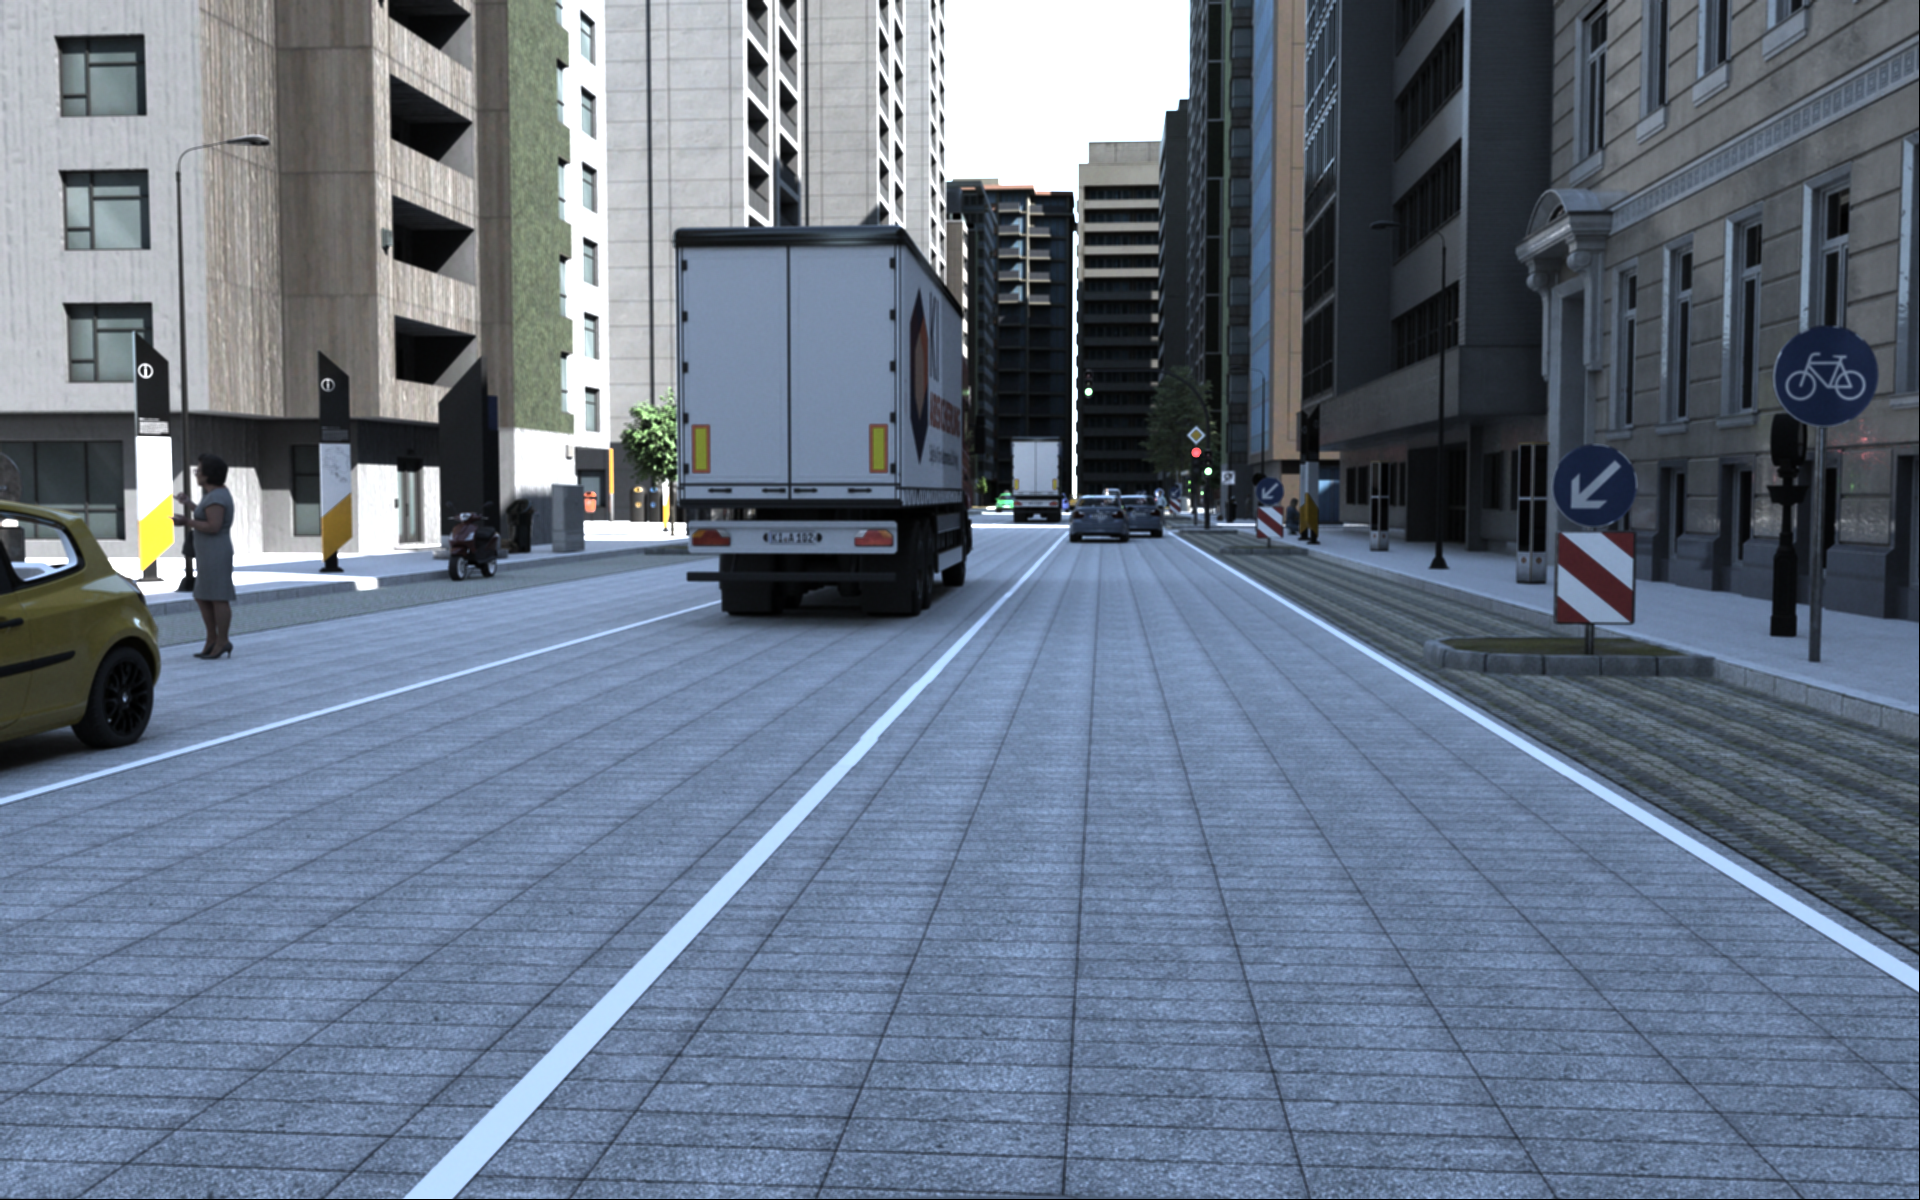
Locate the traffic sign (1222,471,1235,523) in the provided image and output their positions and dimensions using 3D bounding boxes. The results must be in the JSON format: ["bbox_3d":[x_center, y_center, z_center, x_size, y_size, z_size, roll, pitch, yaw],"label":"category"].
[{"bbox_3d":[11.863,-4.559,76.662,0.606,2.300,0.079,1,4,9],"label":"traffic sign"}]

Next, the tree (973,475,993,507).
[{"bbox_3d":[2.548,-11.811,187.715,1.663,3.219,1.824,0,3,0],"label":"tree"}]

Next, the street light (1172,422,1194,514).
[{"bbox_3d":[14.501,-8.504,111.576,1.470,5.913,1.316,0,4,5],"label":"street light"}]

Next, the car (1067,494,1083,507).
[{"bbox_3d":[11.686,-10.022,174.087,2.015,1.641,3.980,0,4,7],"label":"car"}]

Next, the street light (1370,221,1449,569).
[{"bbox_3d":[7.688,-3.492,29.633,1.470,5.913,1.316,0,4,5],"label":"street light"}]

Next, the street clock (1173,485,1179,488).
[{"bbox_3d":[16.720,-7.935,134.308,0.471,2.002,0.358,-2,4,-33],"label":"street clock"}]

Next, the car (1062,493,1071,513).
[{"bbox_3d":[7.575,-7.596,133.786,1.945,1.707,3.694,0,4,5],"label":"car"}]

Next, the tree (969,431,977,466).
[{"bbox_3d":[-0.581,-11.799,143.278,4.737,8.622,4.395,0,3,0],"label":"tree"}]

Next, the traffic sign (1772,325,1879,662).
[{"bbox_3d":[6.543,-0.800,13.184,0.768,2.556,0.104,0,4,5],"label":"traffic sign"}]

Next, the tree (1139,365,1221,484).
[{"bbox_3d":[19.419,-14.375,153.151,7.486,12.596,7.792,0,3,0],"label":"tree"}]

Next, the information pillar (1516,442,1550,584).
[{"bbox_3d":[8.188,-1.240,24.763,0.304,2.012,0.304,-2,4,-24],"label":"information pillar"}]

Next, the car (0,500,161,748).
[{"bbox_3d":[-5.702,0.104,8.523,2.015,1.641,3.980,0,4,6],"label":"car"}]

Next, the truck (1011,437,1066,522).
[{"bbox_3d":[4.111,-6.228,90.749,2.839,4.237,11.283,0,4,4],"label":"truck"}]

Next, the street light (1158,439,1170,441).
[{"bbox_3d":[17.368,-10.589,145.676,1.470,5.913,1.316,0,4,5],"label":"street light"}]

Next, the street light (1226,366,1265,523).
[{"bbox_3d":[10.481,-5.535,63.046,1.470,5.913,1.316,0,4,5],"label":"street light"}]

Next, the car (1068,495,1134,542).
[{"bbox_3d":[4.281,-2.496,52.807,2.014,1.417,4.499,0,4,7],"label":"car"}]

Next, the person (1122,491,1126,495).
[{"bbox_3d":[14.414,-8.687,151.363,0.721,1.723,1.217,-3,5,-40],"label":"person"}]

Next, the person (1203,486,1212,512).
[{"bbox_3d":[13.482,-5.425,94.921,0.661,1.801,0.590,2,4,30],"label":"person"}]

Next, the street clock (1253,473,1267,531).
[{"bbox_3d":[10.367,-3.387,59.949,0.358,2.002,0.471,-3,4,-37],"label":"street clock"}]

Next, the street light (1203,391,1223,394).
[{"bbox_3d":[11.635,-6.450,77.994,1.470,5.913,1.316,0,4,5],"label":"street light"}]

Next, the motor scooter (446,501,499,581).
[{"bbox_3d":[-8.198,-1.005,29.214,0.815,1.314,1.986,0,4,5],"label":"motor scooter"}]

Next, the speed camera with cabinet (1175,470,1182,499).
[{"bbox_3d":[17.991,-9.072,142.666,0.660,3.252,2.038,1,4,13],"label":"speed camera with cabinet"}]

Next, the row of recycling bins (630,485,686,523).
[{"bbox_3d":[-13.165,-4.294,77.322,3.534,1.692,1.069,1,4,21],"label":"row of recycling bins"}]

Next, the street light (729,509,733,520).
[{"bbox_3d":[-6.872,-5.094,55.829,1.470,5.913,1.316,0,4,5],"label":"street light"}]

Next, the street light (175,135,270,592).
[{"bbox_3d":[-9.625,-3.063,22.623,1.470,5.913,1.316,0,4,5],"label":"street light"}]

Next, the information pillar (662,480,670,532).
[{"bbox_3d":[-9.915,-4.097,58.348,0.183,3.616,0.504,0,4,4],"label":"information pillar"}]

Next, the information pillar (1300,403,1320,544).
[{"bbox_3d":[9.006,-3.235,44.243,0.504,3.616,0.183,-3,5,-44],"label":"information pillar"}]

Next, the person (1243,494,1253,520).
[{"bbox_3d":[14.495,-4.691,87.019,0.640,1.303,0.475,1,4,23],"label":"person"}]

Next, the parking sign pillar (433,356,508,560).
[{"bbox_3d":[-9.746,-2.808,34.388,1.447,3.967,1.447,2,4,34],"label":"parking sign pillar"}]

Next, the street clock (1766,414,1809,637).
[{"bbox_3d":[7.445,-0.674,15.598,0.358,2.002,0.471,2,4,35],"label":"street clock"}]

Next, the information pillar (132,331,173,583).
[{"bbox_3d":[-11.734,-2.068,25.168,0.183,3.616,0.504,3,5,41],"label":"information pillar"}]

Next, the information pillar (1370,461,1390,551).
[{"bbox_3d":[9.454,-2.110,38.992,0.304,2.012,0.304,-2,4,-28],"label":"information pillar"}]

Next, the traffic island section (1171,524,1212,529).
[{"bbox_3d":[9.708,-2.995,71.250,2.009,0.180,2.903,0,4,5],"label":"traffic island section"}]

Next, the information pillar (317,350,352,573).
[{"bbox_3d":[-10.254,-2.265,28.383,0.504,3.616,0.183,-2,4,-33],"label":"information pillar"}]

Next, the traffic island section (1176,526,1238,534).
[{"bbox_3d":[9.043,-2.508,63.292,2.009,0.180,2.903,0,4,5],"label":"traffic island section"}]

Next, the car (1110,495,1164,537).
[{"bbox_3d":[5.899,-2.845,58.524,2.014,1.417,4.499,0,4,3],"label":"car"}]

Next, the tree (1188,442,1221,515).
[{"bbox_3d":[15.757,-7.613,108.191,4.285,4.588,4.351,0,3,0],"label":"tree"}]

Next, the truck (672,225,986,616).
[{"bbox_3d":[-1.355,-2.131,23.754,2.839,4.237,11.283,0,4,5],"label":"truck"}]

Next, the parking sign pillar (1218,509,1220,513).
[{"bbox_3d":[17.894,-7.756,115.277,1.447,3.967,1.447,0,4,5],"label":"parking sign pillar"}]

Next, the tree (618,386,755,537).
[{"bbox_3d":[-8.805,-4.234,52.946,4.285,4.588,4.351,0,3,0],"label":"tree"}]

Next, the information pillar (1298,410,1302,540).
[{"bbox_3d":[9.657,-3.467,48.033,0.504,3.616,0.183,0,4,2],"label":"information pillar"}]

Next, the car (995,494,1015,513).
[{"bbox_3d":[3.733,-7.580,132.734,1.959,1.807,4.718,0,4,6],"label":"car"}]
